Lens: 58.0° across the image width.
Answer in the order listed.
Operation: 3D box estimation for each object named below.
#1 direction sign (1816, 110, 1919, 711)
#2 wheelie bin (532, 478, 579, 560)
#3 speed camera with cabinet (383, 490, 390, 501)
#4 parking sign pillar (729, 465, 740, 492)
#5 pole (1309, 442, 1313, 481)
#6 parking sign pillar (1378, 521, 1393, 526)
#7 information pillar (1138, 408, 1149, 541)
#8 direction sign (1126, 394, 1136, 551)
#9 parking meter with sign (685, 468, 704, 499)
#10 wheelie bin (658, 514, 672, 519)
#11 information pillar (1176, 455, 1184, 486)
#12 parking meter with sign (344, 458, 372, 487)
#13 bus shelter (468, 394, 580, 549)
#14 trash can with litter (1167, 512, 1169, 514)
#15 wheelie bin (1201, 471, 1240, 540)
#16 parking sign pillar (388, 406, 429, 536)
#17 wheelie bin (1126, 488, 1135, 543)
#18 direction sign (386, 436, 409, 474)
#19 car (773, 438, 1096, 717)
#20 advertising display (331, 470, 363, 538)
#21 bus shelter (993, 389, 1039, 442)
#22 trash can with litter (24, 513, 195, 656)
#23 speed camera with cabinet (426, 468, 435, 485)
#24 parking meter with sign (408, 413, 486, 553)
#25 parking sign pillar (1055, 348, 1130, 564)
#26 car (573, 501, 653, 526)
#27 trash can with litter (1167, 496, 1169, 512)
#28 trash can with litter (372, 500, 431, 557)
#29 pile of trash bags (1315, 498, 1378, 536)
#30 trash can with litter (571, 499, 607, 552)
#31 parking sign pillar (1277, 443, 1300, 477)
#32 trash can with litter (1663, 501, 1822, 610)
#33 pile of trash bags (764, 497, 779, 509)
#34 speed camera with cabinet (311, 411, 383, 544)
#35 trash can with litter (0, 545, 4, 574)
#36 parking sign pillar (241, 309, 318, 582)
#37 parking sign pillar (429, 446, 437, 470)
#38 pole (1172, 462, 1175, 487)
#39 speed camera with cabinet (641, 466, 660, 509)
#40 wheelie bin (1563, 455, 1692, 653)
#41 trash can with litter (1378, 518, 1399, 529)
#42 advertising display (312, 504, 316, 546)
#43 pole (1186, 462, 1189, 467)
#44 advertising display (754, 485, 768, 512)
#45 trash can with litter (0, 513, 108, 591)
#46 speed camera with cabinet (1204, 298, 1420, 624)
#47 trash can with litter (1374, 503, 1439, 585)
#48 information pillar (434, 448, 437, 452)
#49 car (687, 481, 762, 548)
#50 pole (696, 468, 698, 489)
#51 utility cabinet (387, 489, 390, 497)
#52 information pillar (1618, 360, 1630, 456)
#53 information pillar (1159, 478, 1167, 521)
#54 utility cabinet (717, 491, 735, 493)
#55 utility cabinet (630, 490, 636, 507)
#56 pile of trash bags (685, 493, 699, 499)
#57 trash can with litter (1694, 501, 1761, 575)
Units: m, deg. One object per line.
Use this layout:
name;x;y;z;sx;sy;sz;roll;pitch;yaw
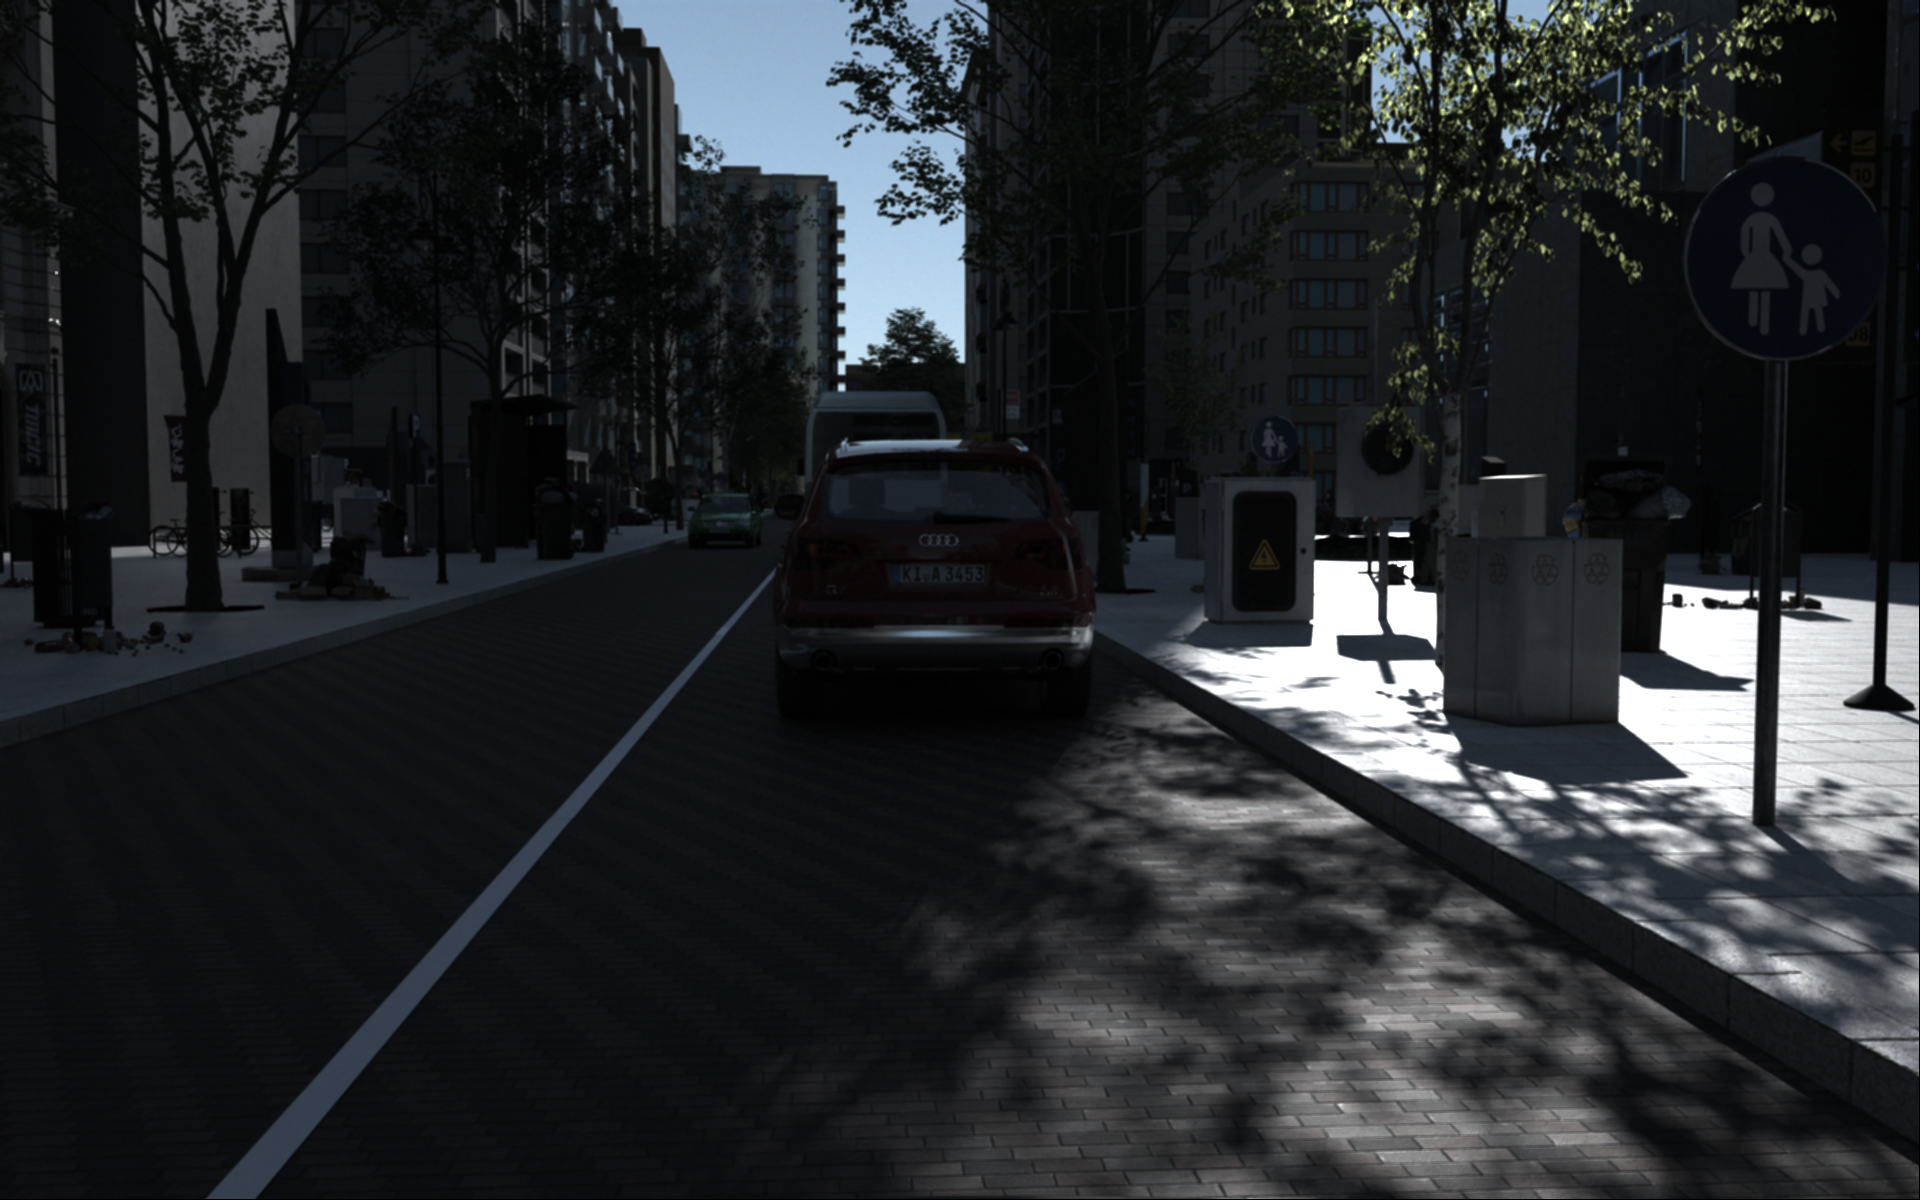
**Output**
direction sign;5.536;-1.121;10.330;0.876;3.537;0.379;0;4;-2
wheelie bin;-7.965;-1.591;33.928;0.693;1.594;0.980;-3;4;-36
speed camera with cabinet;-27.814;-5.453;83.500;2.038;3.252;0.660;0;4;-7
parking sign pillar;-18.225;-9.157;138.194;1.447;3.967;1.447;-1;4;-18
pole;13.681;-4.505;67.507;0.158;3.312;0.155;0;3;0
parking sign pillar;16.704;-4.970;69.725;1.447;3.967;1.447;-2;4;-26
information pillar;5.027;-3.412;47.144;0.183;3.616;0.504;1;4;23
direction sign;3.685;-2.884;39.149;0.379;3.537;0.876;3;5;43
parking meter with sign;-18.167;-7.377;116.869;1.738;3.016;0.543;1;4;10
wheelie bin;-15.063;-4.940;88.683;0.980;1.594;0.693;1;4;23
information pillar;13.257;-6.922;104.527;0.504;3.616;0.183;1;4;9
parking meter with sign;-29.216;-5.421;84.901;1.738;3.016;0.543;-3;5;-44
bus shelter;-10.879;-3.203;43.654;1.731;3.624;6.357;0;4;-4
trash can with litter;14.302;-6.264;113.471;2.233;1.210;1.678;1;4;20
wheelie bin;3.724;-0.984;23.989;0.693;1.594;0.980;-1;4;-11
parking sign pillar;-17.482;-4.001;53.893;1.447;3.967;1.447;-2;4;-24
wheelie bin;4.169;-2.304;45.584;0.693;1.594;0.980;-2;4;-27
direction sign;-21.734;-4.588;67.005;0.876;3.537;0.379;0;4;3
car;-0.240;-0.246;12.693;2.281;1.827;5.304;0;4;-3
advertising display;-16.600;-2.549;46.894;0.974;1.923;0.123;1;4;18
bus shelter;1.399;-5.274;63.858;2.179;5.291;8.768;0;4;-4
trash can with litter;-7.101;-0.227;14.774;1.678;1.210;2.233;0;4;0
speed camera with cabinet;-34.426;-7.151;111.260;2.038;3.252;0.660;3;4;37
parking meter with sign;-11.018;-2.532;37.658;1.738;3.016;0.543;0;4;0
parking sign pillar;2.425;-2.662;31.996;1.447;3.967;1.447;-2;4;-26
car;-14.974;-3.822;72.271;4.222;1.686;2.009;0;4;-2
trash can with litter;13.744;-6.403;116.080;1.055;1.170;0.624;-2;4;-31
trash can with litter;-11.434;-1.473;35.468;0.624;1.170;1.055;3;5;41
pile of trash bags;12.267;-2.701;53.918;1.912;1.369;3.447;-1;4;-15
trash can with litter;-8.318;-1.642;38.228;1.055;1.170;0.624;1;4;20
parking sign pillar;12.478;-4.728;65.777;1.447;3.967;1.447;-1;4;-9
trash can with litter;8.850;-0.531;19.735;2.233;1.210;1.678;0;4;7
pile of trash bags;-17.085;-8.499;148.712;3.447;1.369;1.912;-1;4;-9
speed camera with cabinet;-14.582;-2.848;40.903;2.038;3.252;0.660;3;5;39
trash can with litter;-8.626;-0.193;14.551;1.055;1.170;0.624;0;4;4
parking sign pillar;-10.022;-2.291;25.927;1.447;3.967;1.447;-1;4;-13
parking sign pillar;-23.389;-5.366;76.210;1.447;3.967;1.447;1;4;20
pole;13.525;-7.099;109.916;0.158;3.312;0.155;0;3;0
speed camera with cabinet;-21.595;-7.720;120.563;2.038;3.252;0.660;-1;4;-19
wheelie bin;5.473;-0.386;14.216;0.980;1.594;0.693;1;4;14
trash can with litter;15.086;-3.262;64.391;1.678;1.210;2.233;-2;4;-33
advertising display;-16.212;-2.294;42.721;0.974;1.923;0.123;2;4;31
pole;14.362;-7.058;109.243;0.158;3.312;0.155;0;3;0
advertising display;-14.345;-7.329;125.050;0.974;1.923;0.123;-1;4;-21
trash can with litter;-13.334;-0.792;24.000;2.233;1.210;1.678;-3;5;-44
speed camera with cabinet;3.516;-1.405;17.315;2.038;3.252;0.660;0;4;-8
trash can with litter;6.400;-0.803;24.511;1.055;1.170;0.624;2;4;30
information pillar;-24.594;-5.514;81.508;0.504;3.616;0.183;2;4;26
car;-6.401;-2.359;47.365;1.959;1.807;4.718;0;4;-3
pole;-20.714;-8.732;136.617;0.158;3.312;0.155;0;3;0
utility cabinet;-26.476;-4.406;80.721;0.318;1.500;1.173;-1;4;-23
information pillar;11.662;-2.393;30.476;0.183;3.616;0.504;1;4;12
information pillar;9.419;-4.650;80.512;0.304;2.012;0.304;-1;4;-9
utility cabinet;-16.287;-6.842;120.551;1.173;1.500;0.318;-1;4;-21
utility cabinet;-23.745;-7.151;125.596;1.173;1.500;0.318;3;5;43
pile of trash bags;-14.796;-5.386;97.817;1.912;1.369;3.447;-1;4;-17
trash can with litter;12.267;-0.988;27.548;1.055;1.170;0.624;1;4;22
